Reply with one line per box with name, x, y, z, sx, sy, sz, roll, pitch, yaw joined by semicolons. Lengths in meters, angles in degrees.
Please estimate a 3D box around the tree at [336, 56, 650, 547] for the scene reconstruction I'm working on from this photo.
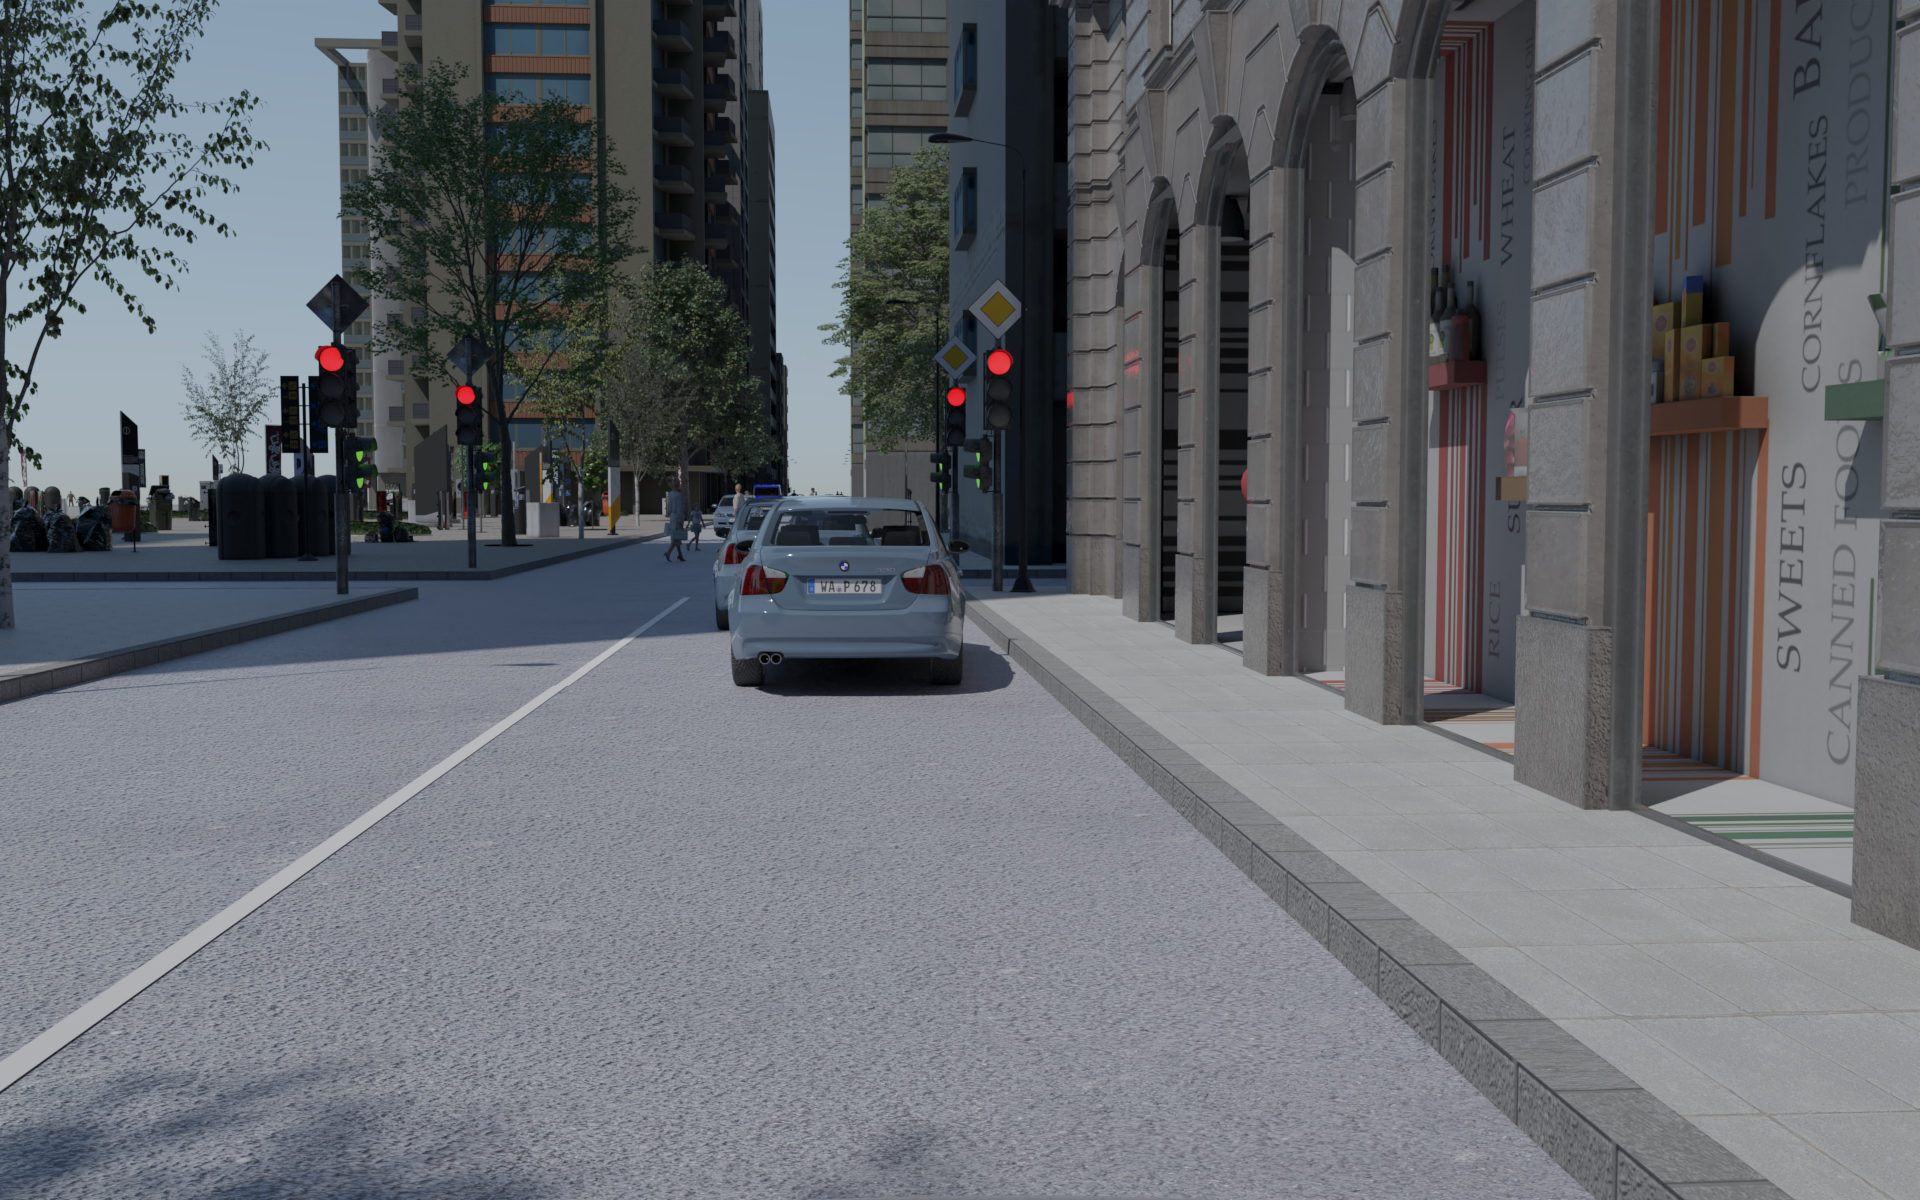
tree;-11.221;-7.123;42.209;9.928;11.665;9.643;0;3;0

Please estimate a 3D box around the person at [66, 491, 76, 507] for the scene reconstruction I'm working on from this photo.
person;-92.848;-10.509;180.874;0.990;1.755;0.434;0;4;-4

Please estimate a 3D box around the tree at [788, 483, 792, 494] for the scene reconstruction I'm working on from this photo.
tree;-26.364;-16.444;263.459;1.663;3.219;1.824;0;3;0

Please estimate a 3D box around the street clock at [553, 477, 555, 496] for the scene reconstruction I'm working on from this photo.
street clock;-17.419;-4.228;73.690;0.358;2.002;0.471;1;4;8

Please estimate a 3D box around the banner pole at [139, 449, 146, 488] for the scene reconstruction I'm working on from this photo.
banner pole;-39.799;-5.752;84.068;0.401;3.779;0.863;1;4;18

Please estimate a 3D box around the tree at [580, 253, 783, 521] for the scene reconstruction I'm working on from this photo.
tree;-13.258;-10.125;82.557;9.611;12.733;9.660;0;3;0

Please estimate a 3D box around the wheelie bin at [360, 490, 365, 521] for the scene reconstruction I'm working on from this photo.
wheelie bin;-27.466;-4.332;78.732;0.693;1.594;0.980;-3;5;-44

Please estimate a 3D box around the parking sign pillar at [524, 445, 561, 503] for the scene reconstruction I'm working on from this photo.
parking sign pillar;-20.937;-5.968;86.042;1.447;3.967;1.447;1;4;12

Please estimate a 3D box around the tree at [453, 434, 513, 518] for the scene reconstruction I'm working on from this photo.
tree;-25.831;-6.729;93.730;4.285;4.588;4.351;0;3;0

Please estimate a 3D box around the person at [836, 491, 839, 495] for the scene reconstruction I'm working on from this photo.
person;-17.588;-14.690;248.309;1.348;1.869;0.705;-3;5;-43

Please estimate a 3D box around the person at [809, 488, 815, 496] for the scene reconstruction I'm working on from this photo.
person;-8.424;-5.483;98.418;0.850;1.792;0.678;0;4;3

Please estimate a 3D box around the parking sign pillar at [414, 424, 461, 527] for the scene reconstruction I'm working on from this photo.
parking sign pillar;-20.466;-4.817;67.224;1.447;3.967;1.447;0;4;6

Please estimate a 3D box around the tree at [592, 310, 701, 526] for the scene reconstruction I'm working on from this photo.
tree;-12.751;-7.256;68.997;4.360;8.622;3.978;0;3;0

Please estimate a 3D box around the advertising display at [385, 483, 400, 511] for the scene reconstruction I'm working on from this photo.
advertising display;-33.522;-5.942;102.360;0.974;1.923;0.123;1;4;17

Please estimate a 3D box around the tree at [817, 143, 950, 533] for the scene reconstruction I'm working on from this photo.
tree;-0.947;-8.481;56.785;7.486;12.596;7.792;0;3;0

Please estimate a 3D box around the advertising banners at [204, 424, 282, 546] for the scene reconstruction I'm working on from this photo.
advertising banners;-17.753;-2.867;43.067;0.090;3.025;2.074;3;5;44

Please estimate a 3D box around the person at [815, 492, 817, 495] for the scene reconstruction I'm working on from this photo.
person;-17.567;-12.456;212.879;0.721;1.743;1.217;1;4;18

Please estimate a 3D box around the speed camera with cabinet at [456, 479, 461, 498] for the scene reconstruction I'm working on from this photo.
speed camera with cabinet;-30.493;-6.681;103.565;2.038;3.252;0.660;-1;4;-15

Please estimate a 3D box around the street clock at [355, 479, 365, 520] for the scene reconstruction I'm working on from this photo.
street clock;-23.875;-3.930;68.820;0.471;2.002;0.358;3;4;37

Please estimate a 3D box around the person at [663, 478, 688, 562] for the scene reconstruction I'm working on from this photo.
person;-6.053;-1.702;36.677;0.624;1.780;0.694;-2;4;-30

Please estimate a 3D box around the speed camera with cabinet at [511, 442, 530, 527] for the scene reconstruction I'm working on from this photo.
speed camera with cabinet;-17.019;-4.399;66.263;0.660;3.252;2.038;0;4;1

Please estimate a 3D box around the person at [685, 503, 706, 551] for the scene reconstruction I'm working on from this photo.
person;-6.674;-1.854;43.821;0.382;1.210;0.505;3;4;39

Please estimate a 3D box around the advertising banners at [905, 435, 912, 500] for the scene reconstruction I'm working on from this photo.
advertising banners;-1.503;-3.312;50.346;0.090;3.025;2.074;0;4;-5

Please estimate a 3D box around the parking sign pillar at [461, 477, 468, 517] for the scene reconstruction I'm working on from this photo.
parking sign pillar;-22.536;-5.322;75.490;1.447;3.967;1.447;0;4;1

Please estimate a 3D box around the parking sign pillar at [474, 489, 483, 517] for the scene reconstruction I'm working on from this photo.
parking sign pillar;-27.763;-6.699;97.997;1.447;3.967;1.447;1;4;10

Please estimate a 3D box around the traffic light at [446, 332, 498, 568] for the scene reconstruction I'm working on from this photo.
traffic light;-8.492;-2.519;30.101;0.839;4.253;0.868;0;4;-4

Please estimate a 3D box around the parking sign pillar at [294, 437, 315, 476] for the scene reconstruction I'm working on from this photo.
parking sign pillar;-30.993;-5.715;81.914;1.447;3.967;1.447;3;5;44

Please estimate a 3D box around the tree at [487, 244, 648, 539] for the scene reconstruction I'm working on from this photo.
tree;-11.143;-6.073;49.648;4.737;8.622;4.395;0;3;0

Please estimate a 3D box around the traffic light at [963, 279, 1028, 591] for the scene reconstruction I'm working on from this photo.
traffic light;0.473;-2.069;22.757;0.839;4.253;0.868;0;4;-4

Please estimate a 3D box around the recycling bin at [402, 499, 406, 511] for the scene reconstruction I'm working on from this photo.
recycling bin;-30.847;-5.099;95.927;0.722;1.027;0.722;-1;4;-8

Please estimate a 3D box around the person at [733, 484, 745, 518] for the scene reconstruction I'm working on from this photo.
person;-6.665;-2.712;53.505;0.598;1.740;0.731;1;4;11

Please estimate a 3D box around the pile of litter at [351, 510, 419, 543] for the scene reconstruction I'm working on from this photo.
pile of litter;-15.337;-1.965;46.098;1.719;0.858;1.176;-1;4;-10

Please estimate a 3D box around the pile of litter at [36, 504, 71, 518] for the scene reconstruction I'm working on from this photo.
pile of litter;-41.573;-3.944;78.450;1.719;0.858;1.176;0;4;1

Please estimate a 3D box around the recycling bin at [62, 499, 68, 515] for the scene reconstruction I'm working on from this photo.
recycling bin;-50.488;-5.171;97.098;0.722;1.027;0.722;-1;4;-18

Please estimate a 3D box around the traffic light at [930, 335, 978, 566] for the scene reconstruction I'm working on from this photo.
traffic light;-0.103;-2.557;30.721;0.839;4.253;0.868;0;4;-4

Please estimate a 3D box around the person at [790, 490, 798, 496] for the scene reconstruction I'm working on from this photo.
person;-14.682;-8.865;153.426;1.348;1.826;0.705;1;4;13

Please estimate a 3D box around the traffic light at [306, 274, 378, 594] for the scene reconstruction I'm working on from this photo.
traffic light;-7.916;-2.032;22.136;0.839;4.253;0.868;0;4;-4

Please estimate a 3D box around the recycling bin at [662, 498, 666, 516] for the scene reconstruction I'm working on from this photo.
recycling bin;-17.207;-5.528;102.942;0.722;1.027;0.722;1;4;19

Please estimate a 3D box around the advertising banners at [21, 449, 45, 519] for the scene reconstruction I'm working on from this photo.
advertising banners;-35.839;-4.328;66.946;2.074;3.025;0.090;3;5;41

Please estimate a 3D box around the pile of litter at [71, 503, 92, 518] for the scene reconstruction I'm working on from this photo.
pile of litter;-43.933;-4.448;86.694;1.176;0.858;1.719;-2;4;-32

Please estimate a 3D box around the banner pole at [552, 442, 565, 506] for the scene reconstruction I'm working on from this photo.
banner pole;-19.137;-5.663;82.615;0.863;3.779;0.401;0;4;7

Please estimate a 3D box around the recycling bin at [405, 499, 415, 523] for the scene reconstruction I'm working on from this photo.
recycling bin;-21.630;-3.468;69.258;0.722;1.027;0.722;0;4;-8

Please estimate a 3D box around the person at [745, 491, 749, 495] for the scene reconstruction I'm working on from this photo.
person;-12.791;-5.718;103.803;0.330;1.601;0.589;0;3;0

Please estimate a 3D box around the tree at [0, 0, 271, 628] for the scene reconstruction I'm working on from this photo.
tree;-8.995;-4.046;16.520;4.360;8.622;3.978;0;3;0

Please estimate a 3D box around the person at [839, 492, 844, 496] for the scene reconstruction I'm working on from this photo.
person;-15.516;-13.323;226.863;0.617;1.759;0.750;1;4;9

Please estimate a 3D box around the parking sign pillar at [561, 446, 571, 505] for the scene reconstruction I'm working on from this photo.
parking sign pillar;-22.081;-6.604;96.443;1.447;3.967;1.447;-2;4;-33

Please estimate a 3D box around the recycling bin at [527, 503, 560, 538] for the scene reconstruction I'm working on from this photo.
recycling bin;-12.318;-2.362;51.180;0.722;1.027;0.722;-3;5;-42

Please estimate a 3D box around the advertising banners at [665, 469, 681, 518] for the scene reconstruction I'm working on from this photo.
advertising banners;-15.425;-5.939;93.295;0.090;3.025;2.074;-2;4;-35

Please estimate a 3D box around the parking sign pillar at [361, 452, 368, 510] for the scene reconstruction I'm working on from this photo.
parking sign pillar;-35.506;-6.997;102.872;1.447;3.967;1.447;-1;4;-10

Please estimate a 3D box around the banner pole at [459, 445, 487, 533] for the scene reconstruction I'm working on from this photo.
banner pole;-16.161;-4.141;57.715;0.863;3.779;0.401;2;4;28

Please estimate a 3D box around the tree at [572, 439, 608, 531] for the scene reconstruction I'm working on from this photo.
tree;-12.905;-4.085;61.399;1.663;3.219;1.824;0;3;0

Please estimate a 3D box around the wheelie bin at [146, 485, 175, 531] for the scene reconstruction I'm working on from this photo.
wheelie bin;-28.154;-3.253;61.091;0.693;1.594;0.980;3;5;41
